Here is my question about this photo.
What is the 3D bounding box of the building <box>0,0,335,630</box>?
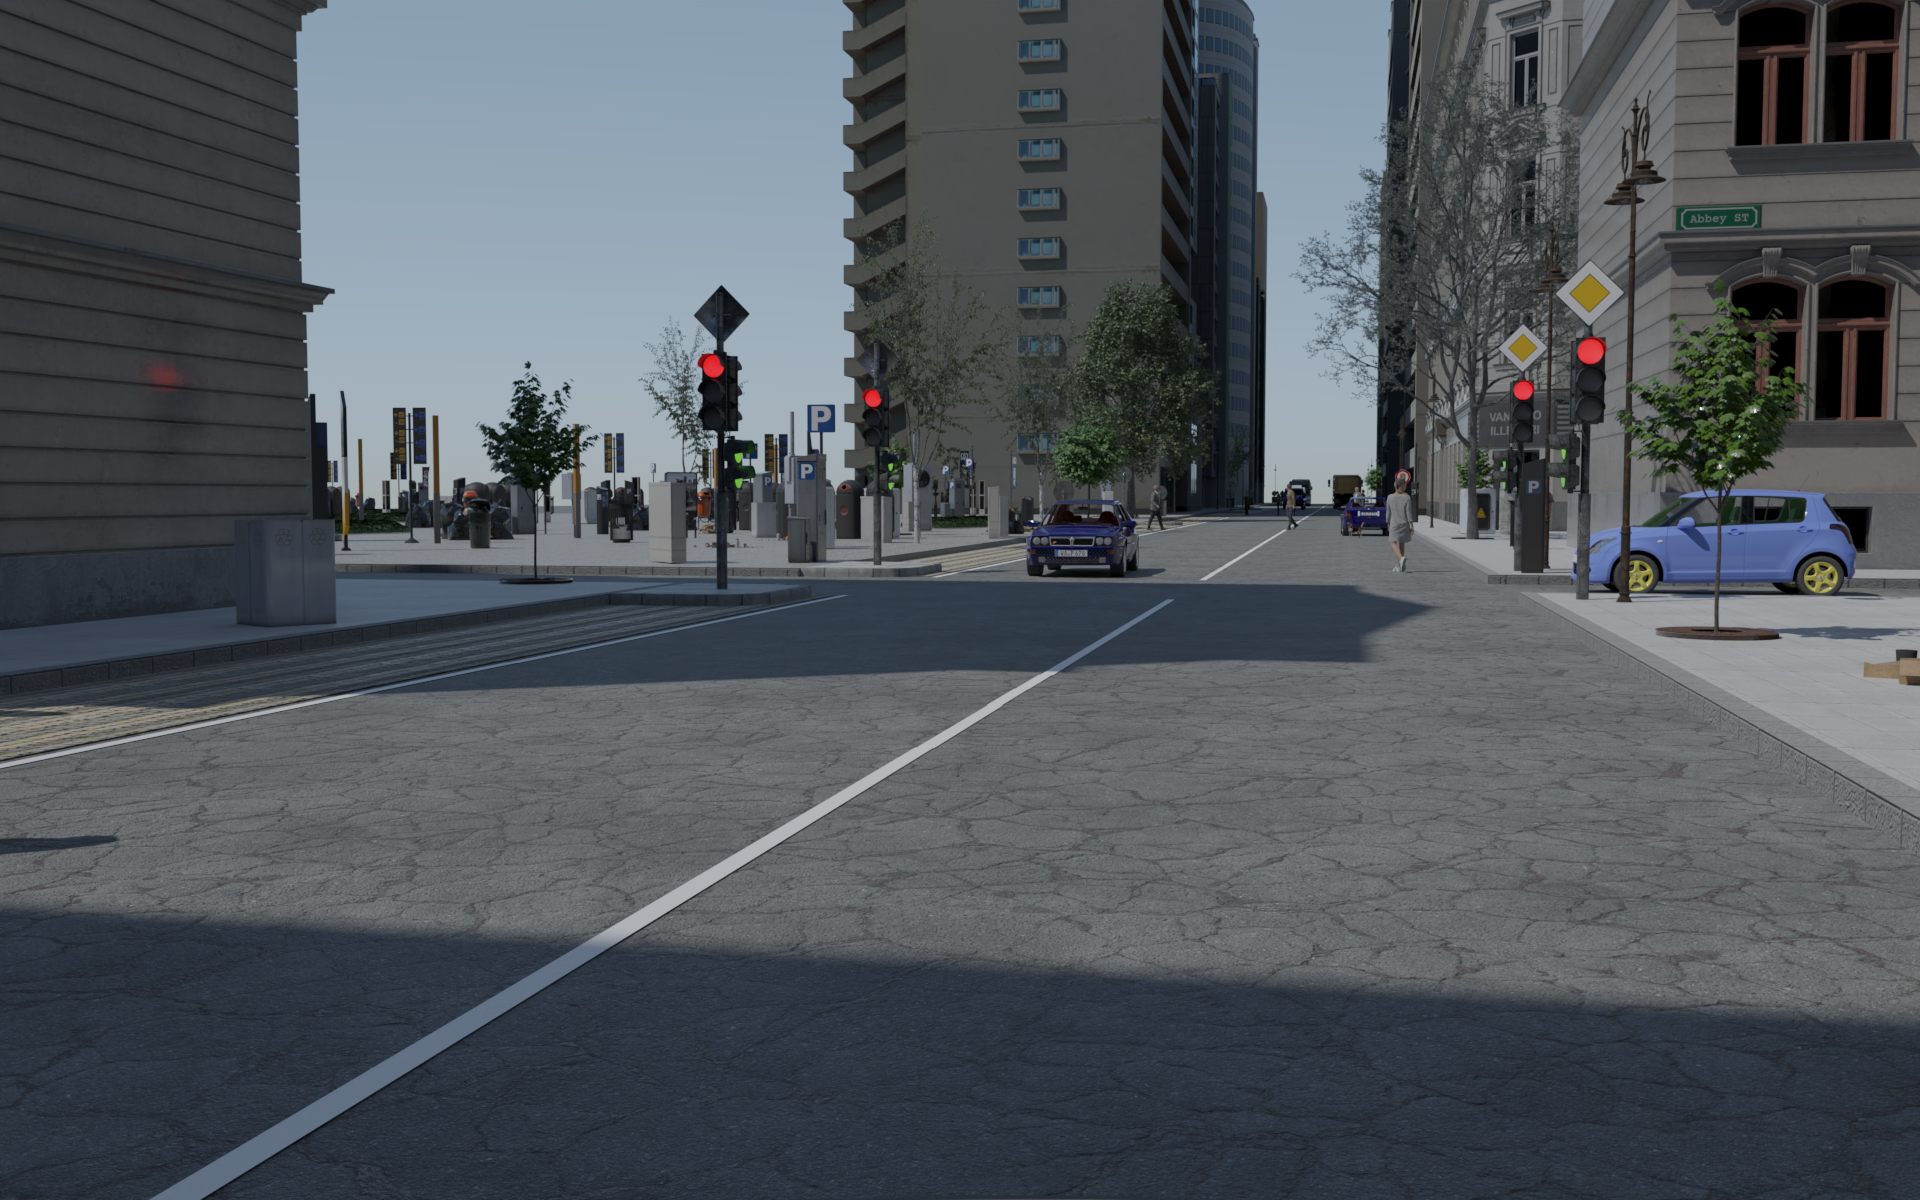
[{"bbox_3d":[-25.550,-12.240,19.208,34.723,24.649,14.460,1,4,12],"label":"building"}]

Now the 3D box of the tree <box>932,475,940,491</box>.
[{"bbox_3d":[-2.149,-6.042,93.386,1.663,3.219,1.824,0,3,0],"label":"tree"}]

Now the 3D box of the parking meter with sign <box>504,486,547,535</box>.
[{"bbox_3d":[-13.899,-3.592,54.991,0.543,3.016,1.738,3,5,44],"label":"parking meter with sign"}]

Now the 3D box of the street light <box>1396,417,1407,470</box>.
[{"bbox_3d":[26.458,-8.029,104.061,0.468,5.910,1.993,1,4,12],"label":"street light"}]

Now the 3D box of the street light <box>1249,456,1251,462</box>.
[{"bbox_3d":[31.288,-13.144,187.691,0.468,5.910,1.993,1,4,12],"label":"street light"}]

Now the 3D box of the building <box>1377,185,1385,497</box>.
[{"bbox_3d":[62.249,-33.289,227.874,14.154,41.232,14.086,1,4,12],"label":"building"}]

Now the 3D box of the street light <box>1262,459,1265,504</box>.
[{"bbox_3d":[39.227,-15.350,223.765,0.468,5.910,1.993,1,4,12],"label":"street light"}]

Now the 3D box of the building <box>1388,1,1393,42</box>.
[{"bbox_3d":[61.400,-40.606,205.912,21.231,58.520,28.212,1,4,12],"label":"building"}]

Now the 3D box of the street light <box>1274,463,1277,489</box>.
[{"bbox_3d":[47.295,-17.554,259.792,0.468,5.910,1.993,1,4,12],"label":"street light"}]

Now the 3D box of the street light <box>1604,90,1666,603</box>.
[{"bbox_3d":[7.880,-2.910,20.368,0.468,5.910,1.993,1,4,12],"label":"street light"}]

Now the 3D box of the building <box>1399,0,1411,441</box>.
[{"bbox_3d":[46.276,-29.423,135.683,22.147,44.769,28.867,1,4,12],"label":"building"}]

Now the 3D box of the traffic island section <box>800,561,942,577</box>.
[{"bbox_3d":[-1.507,-0.549,31.253,2.009,0.180,2.903,1,4,12],"label":"traffic island section"}]

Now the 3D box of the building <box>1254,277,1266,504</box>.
[{"bbox_3d":[34.407,-28.475,237.269,14.160,30.474,14.107,1,4,12],"label":"building"}]

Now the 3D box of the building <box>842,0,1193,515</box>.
[{"bbox_3d":[4.094,-30.212,117.673,21.300,48.544,21.600,1,4,12],"label":"building"}]

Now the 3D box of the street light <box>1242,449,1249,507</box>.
[{"bbox_3d":[29.190,-12.589,178.616,0.468,5.910,1.993,1,4,12],"label":"street light"}]

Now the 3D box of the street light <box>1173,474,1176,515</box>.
[{"bbox_3d":[13.227,-8.180,106.525,0.468,5.910,1.993,1,4,12],"label":"street light"}]

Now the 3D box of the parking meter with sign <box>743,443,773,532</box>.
[{"bbox_3d":[-6.674,-3.807,58.507,0.543,3.016,1.738,-3,4,-36],"label":"parking meter with sign"}]

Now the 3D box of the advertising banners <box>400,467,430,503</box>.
[{"bbox_3d":[-34.654,-6.964,110.050,2.074,3.025,0.090,-3,4,-39],"label":"advertising banners"}]

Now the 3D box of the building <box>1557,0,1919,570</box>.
[{"bbox_3d":[24.361,-15.018,32.931,23.554,28.519,14.401,1,4,12],"label":"building"}]

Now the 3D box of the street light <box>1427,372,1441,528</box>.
[{"bbox_3d":[17.926,-5.679,65.634,0.468,5.910,1.993,1,4,12],"label":"street light"}]

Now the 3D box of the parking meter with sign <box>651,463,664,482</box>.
[{"bbox_3d":[-16.698,-6.268,98.744,1.738,3.016,0.543,-2,4,-33],"label":"parking meter with sign"}]

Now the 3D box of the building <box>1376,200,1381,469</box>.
[{"bbox_3d":[70.072,-37.949,244.161,21.300,48.544,21.600,1,4,12],"label":"building"}]

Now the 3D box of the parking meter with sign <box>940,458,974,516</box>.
[{"bbox_3d":[-0.161,-5.371,84.070,1.738,3.016,0.543,-3,5,-40],"label":"parking meter with sign"}]

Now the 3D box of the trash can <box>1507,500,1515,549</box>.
[{"bbox_3d":[13.112,-1.751,40.283,0.748,1.137,0.748,0,3,0],"label":"trash can"}]

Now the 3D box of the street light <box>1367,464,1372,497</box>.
[{"bbox_3d":[60.599,-17.397,257.225,0.468,5.910,1.993,1,4,12],"label":"street light"}]

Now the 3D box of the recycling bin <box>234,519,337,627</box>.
[{"bbox_3d":[-6.668,-0.279,17.122,0.722,1.027,0.722,3,5,43],"label":"recycling bin"}]

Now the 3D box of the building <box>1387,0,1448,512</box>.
[{"bbox_3d":[50.906,-32.912,161.807,21.300,48.544,21.600,1,4,12],"label":"building"}]

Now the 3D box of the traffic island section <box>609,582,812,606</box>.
[{"bbox_3d":[-3.239,-0.072,23.457,2.009,0.180,2.903,1,4,12],"label":"traffic island section"}]

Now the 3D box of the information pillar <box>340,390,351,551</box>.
[{"bbox_3d":[-13.870,-2.917,39.044,0.183,3.616,0.504,-2,4,-26],"label":"information pillar"}]

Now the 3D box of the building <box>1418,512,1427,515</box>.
[{"bbox_3d":[40.110,-29.812,111.134,21.300,48.544,21.600,1,4,12],"label":"building"}]

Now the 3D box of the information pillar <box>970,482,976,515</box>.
[{"bbox_3d":[0.754,-5.999,102.576,0.304,2.012,0.304,2,4,33],"label":"information pillar"}]

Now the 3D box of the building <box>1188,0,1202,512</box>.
[{"bbox_3d":[9.375,-50.738,142.233,22.319,86.520,31.000,1,4,12],"label":"building"}]

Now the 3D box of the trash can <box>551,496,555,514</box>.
[{"bbox_3d":[-26.054,-6.001,109.777,0.748,1.137,0.748,0,3,0],"label":"trash can"}]

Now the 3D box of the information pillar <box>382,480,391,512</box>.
[{"bbox_3d":[-30.531,-5.363,92.176,0.304,2.012,0.304,2,4,35],"label":"information pillar"}]

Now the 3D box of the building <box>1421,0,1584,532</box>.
[{"bbox_3d":[30.365,-18.439,77.891,17.030,29.872,44.131,1,4,12],"label":"building"}]

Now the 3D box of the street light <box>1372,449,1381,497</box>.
[{"bbox_3d":[44.517,-12.973,184.900,0.468,5.910,1.993,1,4,12],"label":"street light"}]

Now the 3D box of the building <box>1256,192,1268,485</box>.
[{"bbox_3d":[36.994,-36.734,250.714,14.600,45.320,14.200,1,4,12],"label":"building"}]

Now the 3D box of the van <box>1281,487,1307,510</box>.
[{"bbox_3d":[30.956,-9.530,160.203,2.240,2.365,5.245,1,4,14],"label":"van"}]

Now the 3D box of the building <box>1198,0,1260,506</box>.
[{"bbox_3d":[23.352,-40.408,202.677,21.231,58.520,28.212,1,4,12],"label":"building"}]

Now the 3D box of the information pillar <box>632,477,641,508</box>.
[{"bbox_3d":[-13.746,-4.222,73.520,0.304,2.012,0.304,0,4,7],"label":"information pillar"}]

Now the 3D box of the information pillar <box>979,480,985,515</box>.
[{"bbox_3d":[1.189,-5.412,92.975,0.304,2.012,0.304,0,4,5],"label":"information pillar"}]

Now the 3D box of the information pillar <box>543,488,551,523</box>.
[{"bbox_3d":[-18.632,-4.504,78.133,0.304,2.012,0.304,-1,4,-17],"label":"information pillar"}]

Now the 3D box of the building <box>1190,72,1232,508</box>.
[{"bbox_3d":[18.183,-29.426,164.713,14.154,41.232,14.086,1,4,12],"label":"building"}]

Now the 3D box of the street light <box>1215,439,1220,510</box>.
[{"bbox_3d":[21.216,-10.384,142.569,0.468,5.910,1.993,1,4,12],"label":"street light"}]

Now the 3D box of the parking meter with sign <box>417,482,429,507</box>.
[{"bbox_3d":[-35.060,-7.143,113.041,1.738,3.016,0.543,-2,4,-23],"label":"parking meter with sign"}]

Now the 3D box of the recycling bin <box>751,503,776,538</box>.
[{"bbox_3d":[-5.736,-2.356,51.079,0.722,1.027,0.722,-1,4,-17],"label":"recycling bin"}]

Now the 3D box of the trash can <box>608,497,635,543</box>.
[{"bbox_3d":[-8.932,-2.082,45.698,0.748,1.137,0.748,0,3,0],"label":"trash can"}]

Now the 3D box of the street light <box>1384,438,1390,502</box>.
[{"bbox_3d":[34.500,-10.233,140.094,0.468,5.910,1.993,1,4,12],"label":"street light"}]

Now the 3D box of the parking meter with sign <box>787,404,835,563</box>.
[{"bbox_3d":[-2.848,-2.241,32.904,0.543,3.016,1.738,1,4,11],"label":"parking meter with sign"}]

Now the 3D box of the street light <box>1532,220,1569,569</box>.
[{"bbox_3d":[10.051,-3.473,29.564,0.468,5.910,1.993,1,4,12],"label":"street light"}]

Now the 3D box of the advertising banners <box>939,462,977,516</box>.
[{"bbox_3d":[-0.112,-6.094,95.828,2.074,3.025,0.090,0,4,-7],"label":"advertising banners"}]
